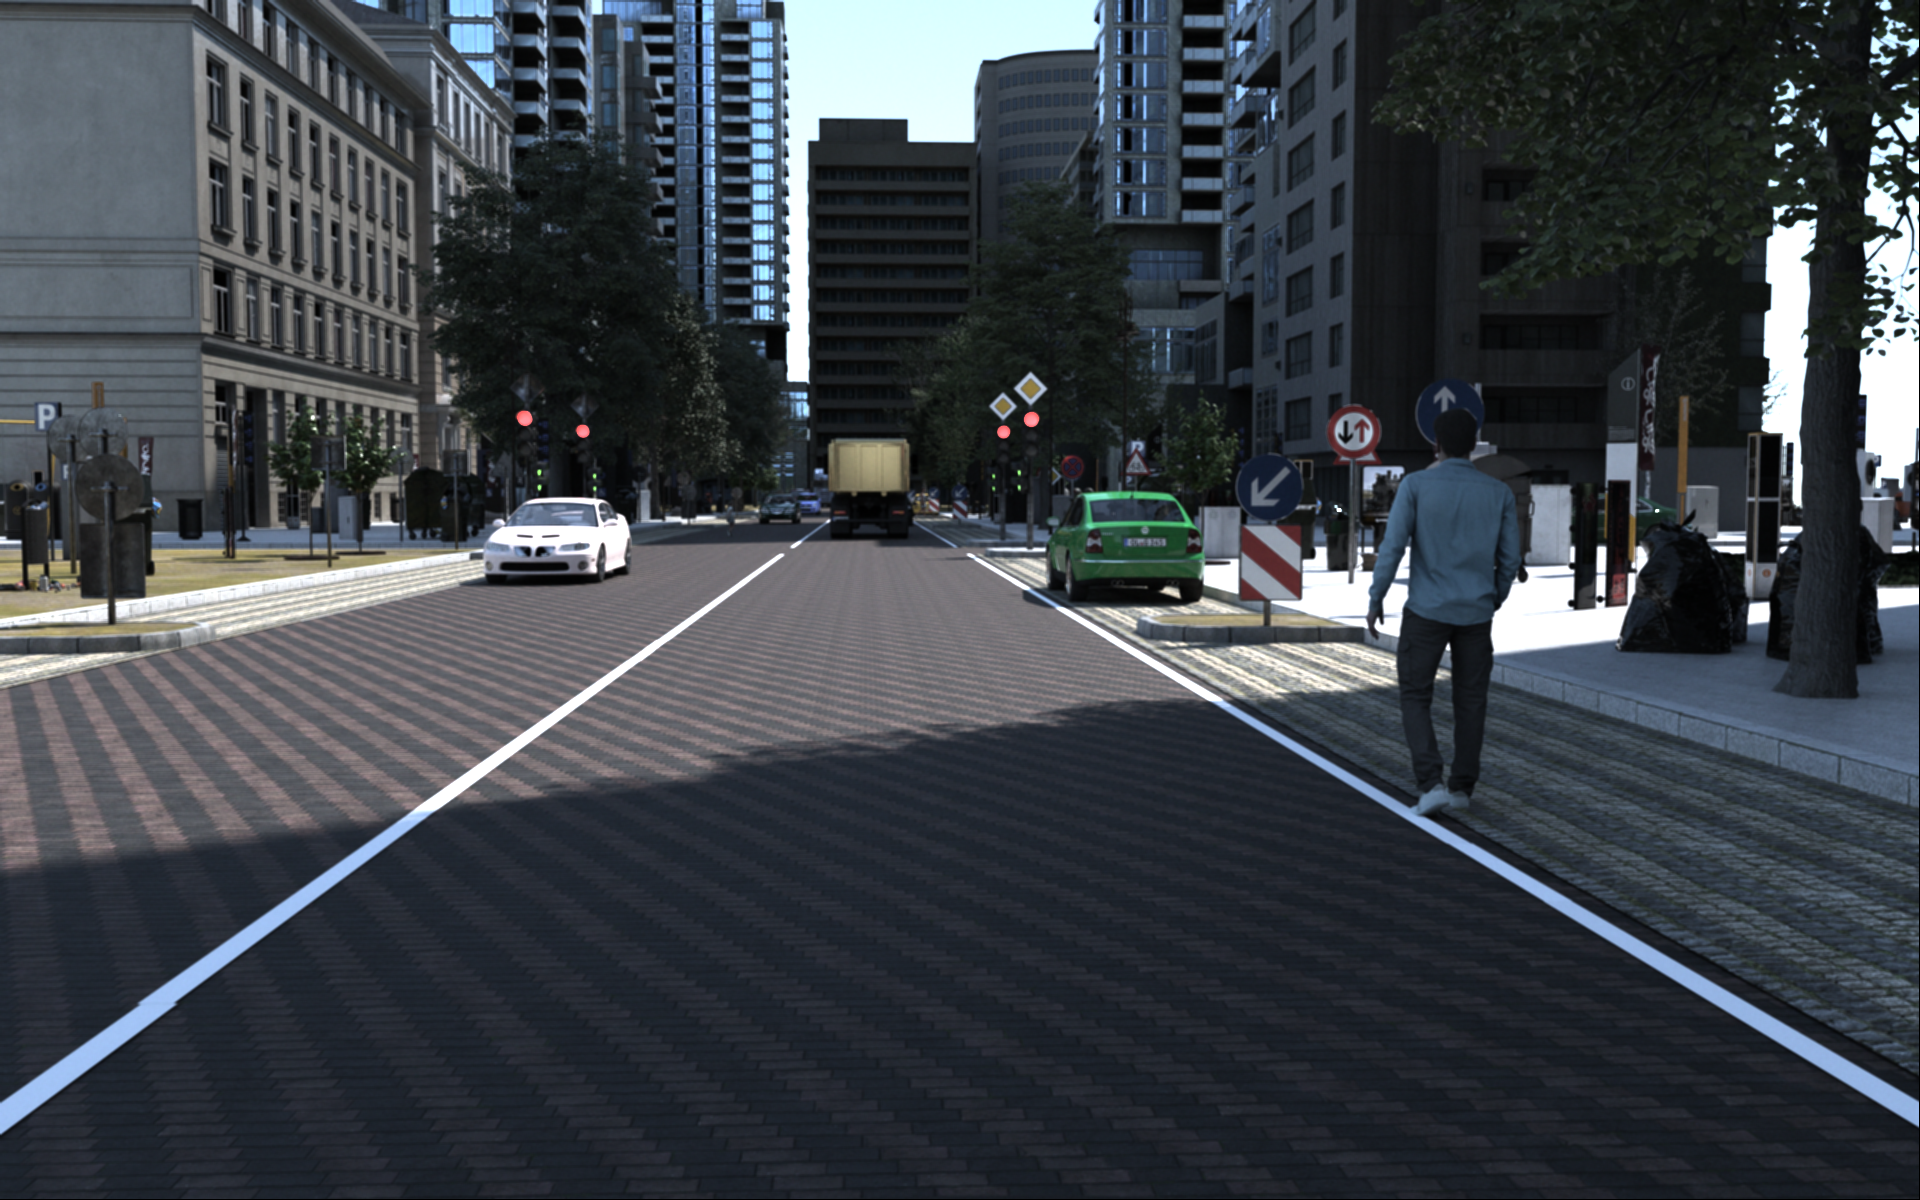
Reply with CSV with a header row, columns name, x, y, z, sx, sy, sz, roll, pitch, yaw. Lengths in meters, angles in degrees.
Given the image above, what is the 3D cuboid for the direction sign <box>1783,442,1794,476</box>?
name,x,y,z,sx,sy,sz,roll,pitch,yaw
direction sign,35.920,-5.111,75.554,0.379,3.537,0.876,-2,4,-32

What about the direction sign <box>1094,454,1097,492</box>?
name,x,y,z,sx,sy,sz,roll,pitch,yaw
direction sign,7.676,-6.492,98.143,0.379,3.537,0.876,1,4,10

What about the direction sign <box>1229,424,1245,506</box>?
name,x,y,z,sx,sy,sz,roll,pitch,yaw
direction sign,9.016,-3.944,56.478,0.379,3.537,0.876,-2,4,-25

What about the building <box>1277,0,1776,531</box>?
name,x,y,z,sx,sy,sz,roll,pitch,yaw
building,20.473,-17.956,65.290,14.107,30.474,14.160,0,4,-3

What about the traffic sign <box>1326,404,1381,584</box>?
name,x,y,z,sx,sy,sz,roll,pitch,yaw
traffic sign,5.602,-1.506,24.726,0.768,2.556,0.104,0,4,4

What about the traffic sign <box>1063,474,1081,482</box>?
name,x,y,z,sx,sy,sz,roll,pitch,yaw
traffic sign,4.611,-4.344,71.131,0.768,2.556,0.104,0,4,3

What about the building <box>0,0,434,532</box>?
name,x,y,z,sx,sy,sz,roll,pitch,yaw
building,-33.528,-14.583,71.722,16.112,22.955,30.059,0,4,-3

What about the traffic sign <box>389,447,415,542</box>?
name,x,y,z,sx,sy,sz,roll,pitch,yaw
traffic sign,-15.094,-2.852,46.736,0.768,2.556,0.104,0,4,3

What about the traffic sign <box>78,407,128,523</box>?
name,x,y,z,sx,sy,sz,roll,pitch,yaw
traffic sign,-12.562,-1.546,25.391,0.768,2.556,0.104,0,4,5

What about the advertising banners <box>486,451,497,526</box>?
name,x,y,z,sx,sy,sz,roll,pitch,yaw
advertising banners,-19.632,-4.521,70.111,2.074,3.025,0.090,1,4,12

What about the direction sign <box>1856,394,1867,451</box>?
name,x,y,z,sx,sy,sz,roll,pitch,yaw
direction sign,20.101,-2.895,39.326,0.876,3.537,0.379,0,4,0

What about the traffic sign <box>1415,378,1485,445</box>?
name,x,y,z,sx,sy,sz,roll,pitch,yaw
traffic sign,5.385,-1.164,19.135,0.768,2.556,0.104,0,4,-3

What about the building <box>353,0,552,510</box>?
name,x,y,z,sx,sy,sz,roll,pitch,yaw
building,-39.879,-50.301,135.098,22.319,86.520,31.000,0,4,-3

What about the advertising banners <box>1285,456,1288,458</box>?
name,x,y,z,sx,sy,sz,roll,pitch,yaw
advertising banners,14.559,-4.777,74.286,2.074,3.025,0.090,1,4,17

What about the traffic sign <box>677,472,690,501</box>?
name,x,y,z,sx,sy,sz,roll,pitch,yaw
traffic sign,-15.534,-5.946,97.327,0.768,2.556,0.104,0,4,6

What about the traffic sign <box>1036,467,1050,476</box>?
name,x,y,z,sx,sy,sz,roll,pitch,yaw
traffic sign,3.810,-4.760,77.939,0.768,2.556,0.104,0,4,5

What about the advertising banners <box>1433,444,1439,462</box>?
name,x,y,z,sx,sy,sz,roll,pitch,yaw
advertising banners,15.083,-3.402,51.813,2.074,3.025,0.090,3,4,37

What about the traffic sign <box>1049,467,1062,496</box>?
name,x,y,z,sx,sy,sz,roll,pitch,yaw
traffic sign,3.923,-4.416,73.389,0.795,2.450,0.064,0,4,2

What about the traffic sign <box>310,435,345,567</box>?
name,x,y,z,sx,sy,sz,roll,pitch,yaw
traffic sign,-11.025,-1.719,30.240,0.606,2.300,0.079,0,4,1

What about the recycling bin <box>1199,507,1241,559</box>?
name,x,y,z,sx,sy,sz,roll,pitch,yaw
recycling bin,5.186,-1.351,34.636,0.722,1.027,0.722,0,4,-2

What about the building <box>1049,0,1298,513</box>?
name,x,y,z,sx,sy,sz,roll,pitch,yaw
building,19.865,-51.067,147.622,22.319,86.520,31.000,0,4,-3

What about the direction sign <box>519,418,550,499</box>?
name,x,y,z,sx,sy,sz,roll,pitch,yaw
direction sign,-12.600,-3.626,51.280,0.876,3.537,0.379,-1,4,-18

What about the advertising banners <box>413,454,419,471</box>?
name,x,y,z,sx,sy,sz,roll,pitch,yaw
advertising banners,-23.403,-4.886,76.081,0.090,3.025,2.074,1,4,23

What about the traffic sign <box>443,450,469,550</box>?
name,x,y,z,sx,sy,sz,roll,pitch,yaw
traffic sign,-11.637,-2.315,39.987,0.606,2.300,0.079,0,4,6

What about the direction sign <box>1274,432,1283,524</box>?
name,x,y,z,sx,sy,sz,roll,pitch,yaw
direction sign,11.770,-4.409,64.087,0.379,3.537,0.876,0,4,-8

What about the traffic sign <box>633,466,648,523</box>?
name,x,y,z,sx,sy,sz,roll,pitch,yaw
traffic sign,-14.343,-4.730,77.439,0.768,2.556,0.104,0,4,1

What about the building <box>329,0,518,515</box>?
name,x,y,z,sx,sy,sz,roll,pitch,yaw
building,-33.238,-19.005,96.639,13.634,28.700,20.117,0,4,-3

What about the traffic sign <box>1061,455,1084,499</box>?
name,x,y,z,sx,sy,sz,roll,pitch,yaw
traffic sign,3.675,-3.455,56.592,0.768,2.556,0.104,0,4,5

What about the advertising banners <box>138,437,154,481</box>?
name,x,y,z,sx,sy,sz,roll,pitch,yaw
advertising banners,-25.703,-3.493,53.305,2.074,3.025,0.090,1,4,11

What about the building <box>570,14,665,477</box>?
name,x,y,z,sx,sy,sz,roll,pitch,yaw
building,-45.597,-33.892,173.744,30.456,49.044,23.786,0,4,-3

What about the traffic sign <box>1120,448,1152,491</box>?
name,x,y,z,sx,sy,sz,roll,pitch,yaw
traffic sign,4.961,-2.986,48.830,0.884,2.594,0.081,0,4,6

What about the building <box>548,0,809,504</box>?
name,x,y,z,sx,sy,sz,roll,pitch,yaw
building,-35.250,-55.797,224.946,31.000,86.520,22.319,0,4,-3

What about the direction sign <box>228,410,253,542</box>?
name,x,y,z,sx,sy,sz,roll,pitch,yaw
direction sign,-19.421,-3.354,46.841,0.379,3.537,0.876,1,4,18

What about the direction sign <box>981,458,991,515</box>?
name,x,y,z,sx,sy,sz,roll,pitch,yaw
direction sign,1.594,-7.141,108.746,0.876,3.537,0.379,2,4,28

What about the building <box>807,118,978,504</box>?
name,x,y,z,sx,sy,sz,roll,pitch,yaw
building,-8.951,-36.889,226.828,21.600,48.544,21.300,0,4,-3

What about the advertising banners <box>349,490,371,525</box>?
name,x,y,z,sx,sy,sz,roll,pitch,yaw
advertising banners,-24.625,-4.498,69.737,0.090,3.025,2.074,2,4,33

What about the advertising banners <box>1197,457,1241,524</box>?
name,x,y,z,sx,sy,sz,roll,pitch,yaw
advertising banners,7.657,-3.425,52.189,0.090,3.025,2.074,-2,4,-31

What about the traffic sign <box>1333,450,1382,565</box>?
name,x,y,z,sx,sy,sz,roll,pitch,yaw
traffic sign,7.164,-1.913,31.285,0.884,2.594,0.081,0,4,1

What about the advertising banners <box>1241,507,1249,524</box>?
name,x,y,z,sx,sy,sz,roll,pitch,yaw
advertising banners,10.183,-4.256,65.780,2.074,3.025,0.090,-2,4,-33

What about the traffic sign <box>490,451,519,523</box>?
name,x,y,z,sx,sy,sz,roll,pitch,yaw
traffic sign,-13.596,-3.163,51.721,0.884,2.594,0.081,0,4,0

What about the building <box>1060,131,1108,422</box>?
name,x,y,z,sx,sy,sz,roll,pitch,yaw
building,23.716,-29.677,177.108,32.217,40.220,23.993,0,4,-3

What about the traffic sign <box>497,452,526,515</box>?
name,x,y,z,sx,sy,sz,roll,pitch,yaw
traffic sign,-13.813,-3.261,53.316,0.884,2.594,0.081,0,4,-2

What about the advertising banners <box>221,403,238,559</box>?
name,x,y,z,sx,sy,sz,roll,pitch,yaw
advertising banners,-14.487,-2.335,34.368,0.090,3.025,2.074,-2,4,-30

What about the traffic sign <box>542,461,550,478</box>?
name,x,y,z,sx,sy,sz,roll,pitch,yaw
traffic sign,-15.777,-4.088,66.950,0.768,2.556,0.104,0,4,6

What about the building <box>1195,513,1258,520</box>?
name,x,y,z,sx,sy,sz,roll,pitch,yaw
building,23.569,-47.836,94.793,22.319,86.520,31.000,0,4,-3

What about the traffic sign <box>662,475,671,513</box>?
name,x,y,z,sx,sy,sz,roll,pitch,yaw
traffic sign,-19.225,-7.001,114.465,0.884,2.594,0.081,0,4,-2

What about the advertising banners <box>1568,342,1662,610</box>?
name,x,y,z,sx,sy,sz,roll,pitch,yaw
advertising banners,7.474,-1.436,19.672,2.074,3.025,0.090,-3,5,-43

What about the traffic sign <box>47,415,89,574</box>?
name,x,y,z,sx,sy,sz,roll,pitch,yaw
traffic sign,-14.271,-1.694,27.810,0.768,2.556,0.104,0,4,1
